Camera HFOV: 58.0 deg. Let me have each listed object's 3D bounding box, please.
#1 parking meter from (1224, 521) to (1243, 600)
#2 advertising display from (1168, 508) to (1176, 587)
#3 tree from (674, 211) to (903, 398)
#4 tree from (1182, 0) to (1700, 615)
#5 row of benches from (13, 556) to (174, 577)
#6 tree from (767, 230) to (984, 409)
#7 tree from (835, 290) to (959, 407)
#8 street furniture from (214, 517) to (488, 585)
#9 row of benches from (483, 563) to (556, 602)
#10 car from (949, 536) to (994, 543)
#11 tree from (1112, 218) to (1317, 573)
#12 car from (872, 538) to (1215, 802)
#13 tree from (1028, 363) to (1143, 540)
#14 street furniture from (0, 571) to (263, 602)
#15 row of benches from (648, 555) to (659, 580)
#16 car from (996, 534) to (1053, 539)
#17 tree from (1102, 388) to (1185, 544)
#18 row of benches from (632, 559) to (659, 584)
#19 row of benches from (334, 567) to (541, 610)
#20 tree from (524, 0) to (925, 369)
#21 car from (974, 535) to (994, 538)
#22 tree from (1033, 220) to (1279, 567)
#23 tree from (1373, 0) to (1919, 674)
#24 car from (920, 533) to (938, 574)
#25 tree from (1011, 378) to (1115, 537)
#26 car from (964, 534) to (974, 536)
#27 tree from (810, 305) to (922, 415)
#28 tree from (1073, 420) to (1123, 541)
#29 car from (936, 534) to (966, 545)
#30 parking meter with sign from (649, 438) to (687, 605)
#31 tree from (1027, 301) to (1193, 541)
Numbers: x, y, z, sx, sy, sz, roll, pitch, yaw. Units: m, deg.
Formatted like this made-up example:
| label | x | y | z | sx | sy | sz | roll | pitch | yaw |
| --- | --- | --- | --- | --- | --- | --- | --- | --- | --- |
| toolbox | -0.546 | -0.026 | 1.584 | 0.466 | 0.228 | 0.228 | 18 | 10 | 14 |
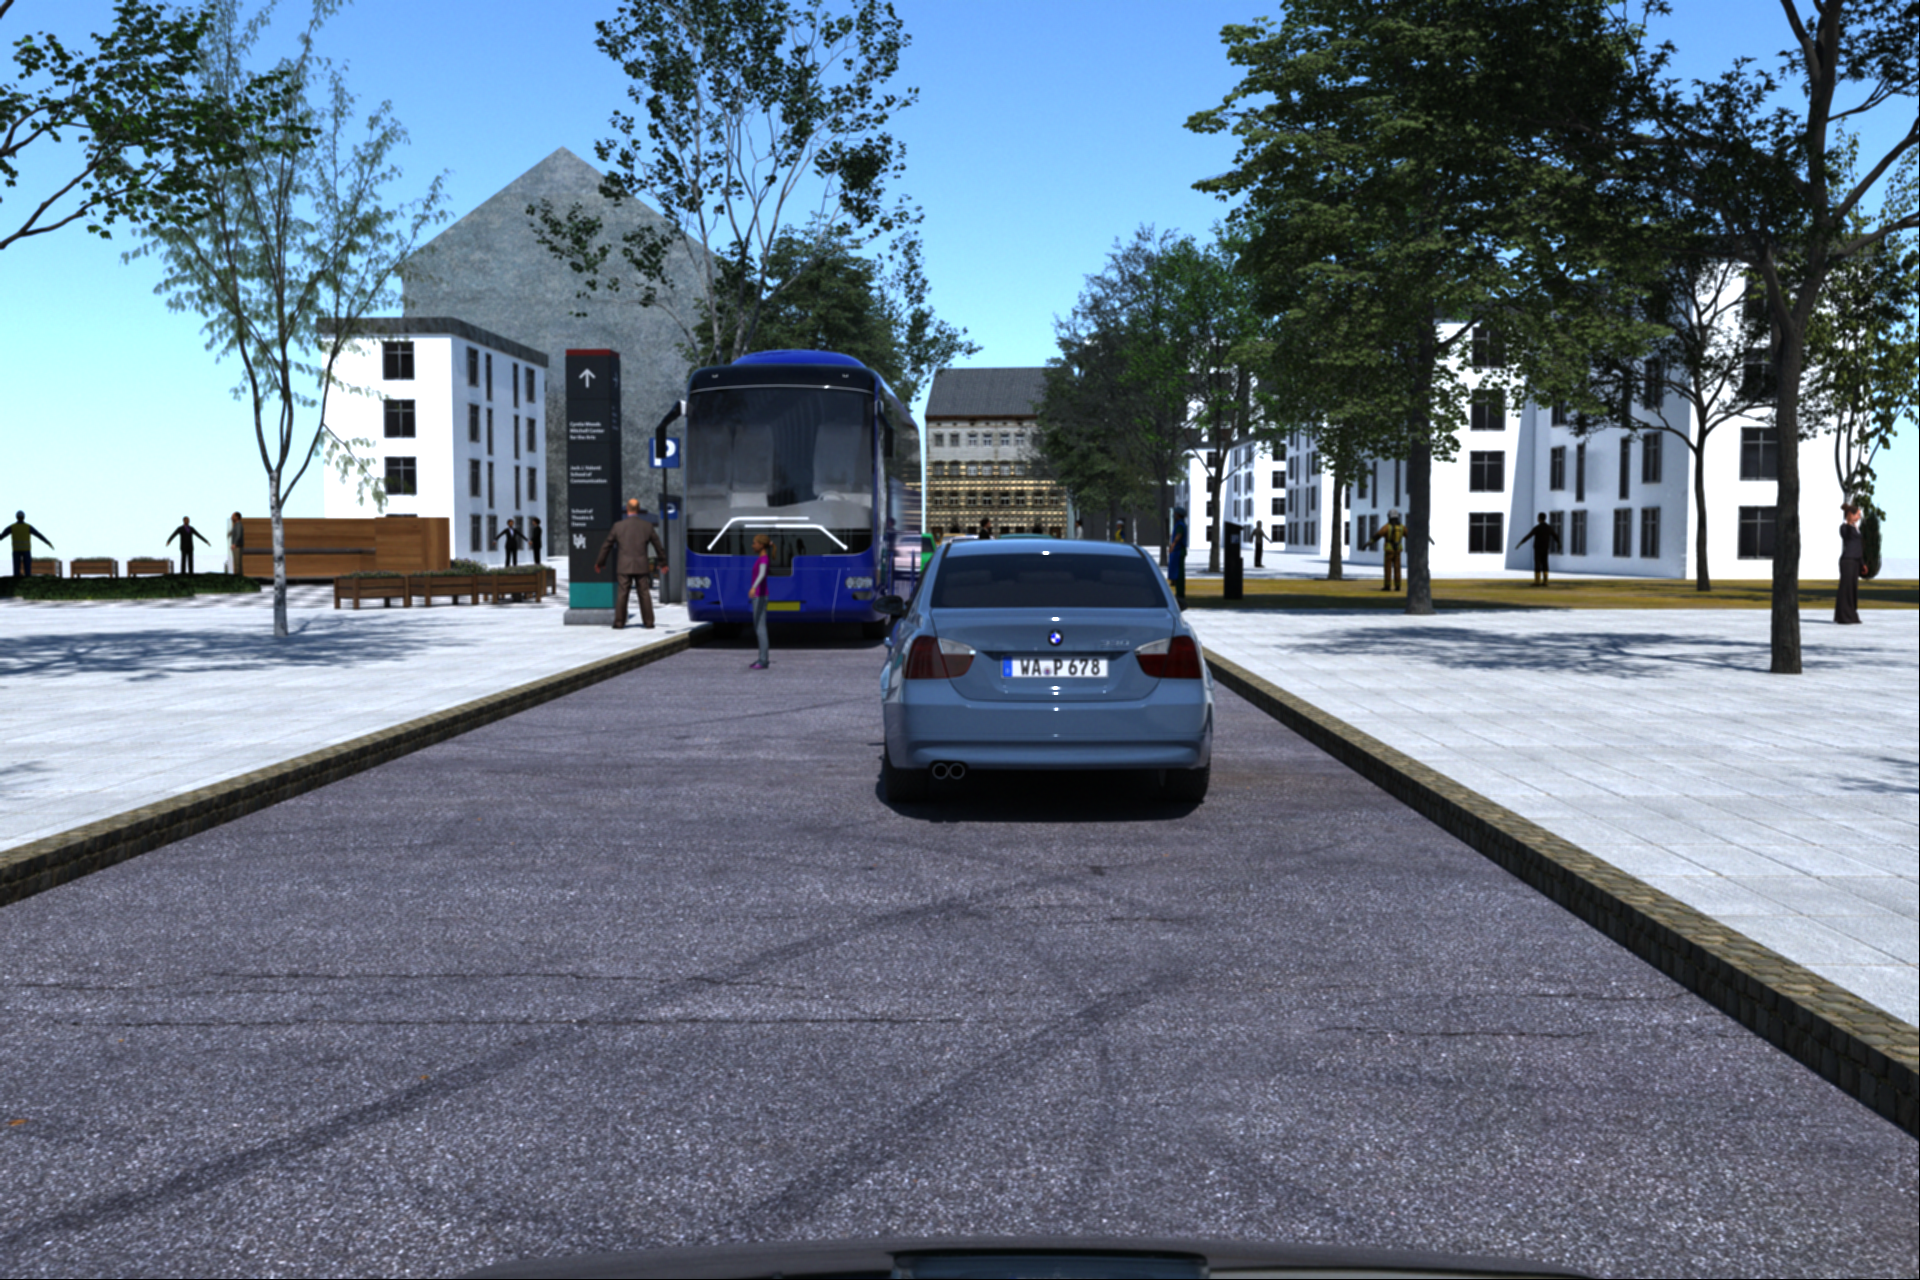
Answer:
| label | x | y | z | sx | sy | sz | roll | pitch | yaw |
| --- | --- | --- | --- | --- | --- | --- | --- | --- | --- |
| parking meter | 5.374 | -1.566 | 34.022 | 0.372 | 1.533 | 0.369 | 0 | 3 | 0 |
| advertising display | 5.262 | -2.296 | 42.749 | 0.123 | 1.923 | 0.974 | 0 | 4 | 1 |
| tree | -6.823 | -9.989 | 69.976 | 9.857 | 13.997 | 8.962 | 0 | 3 | 0 |
| tree | 7.343 | -6.644 | 26.756 | 7.486 | 12.596 | 7.792 | 0 | 3 | 0 |
| row of benches | -23.876 | -1.966 | 47.602 | 4.104 | 0.672 | 1.422 | -1 | 4 | -11 |
| tree | -5.309 | -15.407 | 107.796 | 12.611 | 20.169 | 13.585 | 0 | 3 | 0 |
| tree | -7.305 | -16.841 | 131.235 | 12.611 | 20.169 | 13.585 | 0 | 3 | 0 |
| street furniture | -15.891 | -2.522 | 48.082 | 9.812 | 1.723 | 11.010 | -2 | 4 | -27 |
| row of benches | -8.803 | -1.186 | 34.862 | 1.422 | 0.672 | 4.104 | 0 | 4 | -2 |
| car | 0.379 | -2.371 | 51.126 | 2.083 | 1.381 | 4.827 | 0 | 4 | 0 |
| tree | 8.527 | -8.023 | 56.929 | 9.928 | 11.665 | 9.643 | 0 | 3 | 0 |
| car | 0.451 | 0.088 | 10.566 | 2.014 | 1.417 | 4.499 | 0 | 4 | 0 |
| tree | 9.265 | -12.833 | 120.190 | 12.009 | 13.543 | 11.850 | 0 | 3 | 0 |
| street furniture | -19.098 | -1.150 | 34.437 | 10.072 | 0.657 | 5.734 | -2 | 4 | -29 |
| row of benches | -8.275 | -2.037 | 48.764 | 1.422 | 0.672 | 4.104 | -1 | 4 | -21 |
| car | 1.426 | -1.609 | 38.109 | 2.131 | 1.459 | 4.920 | 0 | 4 | 0 |
| tree | 8.772 | -8.401 | 87.715 | 4.360 | 8.622 | 3.978 | 0 | 3 | 0 |
| row of benches | -7.750 | -1.759 | 44.218 | 4.104 | 0.672 | 1.422 | -2 | 4 | -32 |
| row of benches | -9.338 | -0.948 | 30.959 | 1.422 | 0.672 | 4.104 | 3 | 4 | 37 |
| tree | -7.080 | -12.144 | 54.436 | 12.611 | 20.169 | 13.585 | 0 | 3 | 0 |
| car | 1.256 | -5.271 | 98.542 | 2.083 | 1.381 | 4.827 | 0 | 4 | 1 |
| tree | 7.964 | -9.630 | 67.817 | 12.009 | 13.543 | 11.850 | 0 | 3 | 0 |
| tree | 7.278 | -4.966 | 15.602 | 7.601 | 10.594 | 8.767 | -1 | 4 | -12 |
| car | -1.335 | -2.215 | 45.011 | 1.959 | 1.807 | 4.718 | 0 | 4 | 1 |
| tree | 8.941 | -13.690 | 134.200 | 12.009 | 13.543 | 11.850 | 0 | 3 | 0 |
| car | 0.443 | -6.004 | 110.173 | 2.014 | 1.417 | 4.499 | 0 | 4 | 1 |
| tree | -6.621 | -11.471 | 94.208 | 9.857 | 13.997 | 8.962 | 0 | 3 | 0 |
| tree | 9.078 | -9.639 | 107.955 | 4.737 | 8.622 | 4.395 | 0 | 3 | 0 |
| car | -0.295 | -4.812 | 88.905 | 2.015 | 1.641 | 3.980 | 0 | 4 | 1 |
| parking meter with sign | -5.314 | -2.198 | 32.205 | 0.543 | 3.016 | 1.738 | 0 | 4 | 2 |
| tree | 8.581 | -11.608 | 96.449 | 9.857 | 13.997 | 8.962 | 0 | 3 | 0 |
